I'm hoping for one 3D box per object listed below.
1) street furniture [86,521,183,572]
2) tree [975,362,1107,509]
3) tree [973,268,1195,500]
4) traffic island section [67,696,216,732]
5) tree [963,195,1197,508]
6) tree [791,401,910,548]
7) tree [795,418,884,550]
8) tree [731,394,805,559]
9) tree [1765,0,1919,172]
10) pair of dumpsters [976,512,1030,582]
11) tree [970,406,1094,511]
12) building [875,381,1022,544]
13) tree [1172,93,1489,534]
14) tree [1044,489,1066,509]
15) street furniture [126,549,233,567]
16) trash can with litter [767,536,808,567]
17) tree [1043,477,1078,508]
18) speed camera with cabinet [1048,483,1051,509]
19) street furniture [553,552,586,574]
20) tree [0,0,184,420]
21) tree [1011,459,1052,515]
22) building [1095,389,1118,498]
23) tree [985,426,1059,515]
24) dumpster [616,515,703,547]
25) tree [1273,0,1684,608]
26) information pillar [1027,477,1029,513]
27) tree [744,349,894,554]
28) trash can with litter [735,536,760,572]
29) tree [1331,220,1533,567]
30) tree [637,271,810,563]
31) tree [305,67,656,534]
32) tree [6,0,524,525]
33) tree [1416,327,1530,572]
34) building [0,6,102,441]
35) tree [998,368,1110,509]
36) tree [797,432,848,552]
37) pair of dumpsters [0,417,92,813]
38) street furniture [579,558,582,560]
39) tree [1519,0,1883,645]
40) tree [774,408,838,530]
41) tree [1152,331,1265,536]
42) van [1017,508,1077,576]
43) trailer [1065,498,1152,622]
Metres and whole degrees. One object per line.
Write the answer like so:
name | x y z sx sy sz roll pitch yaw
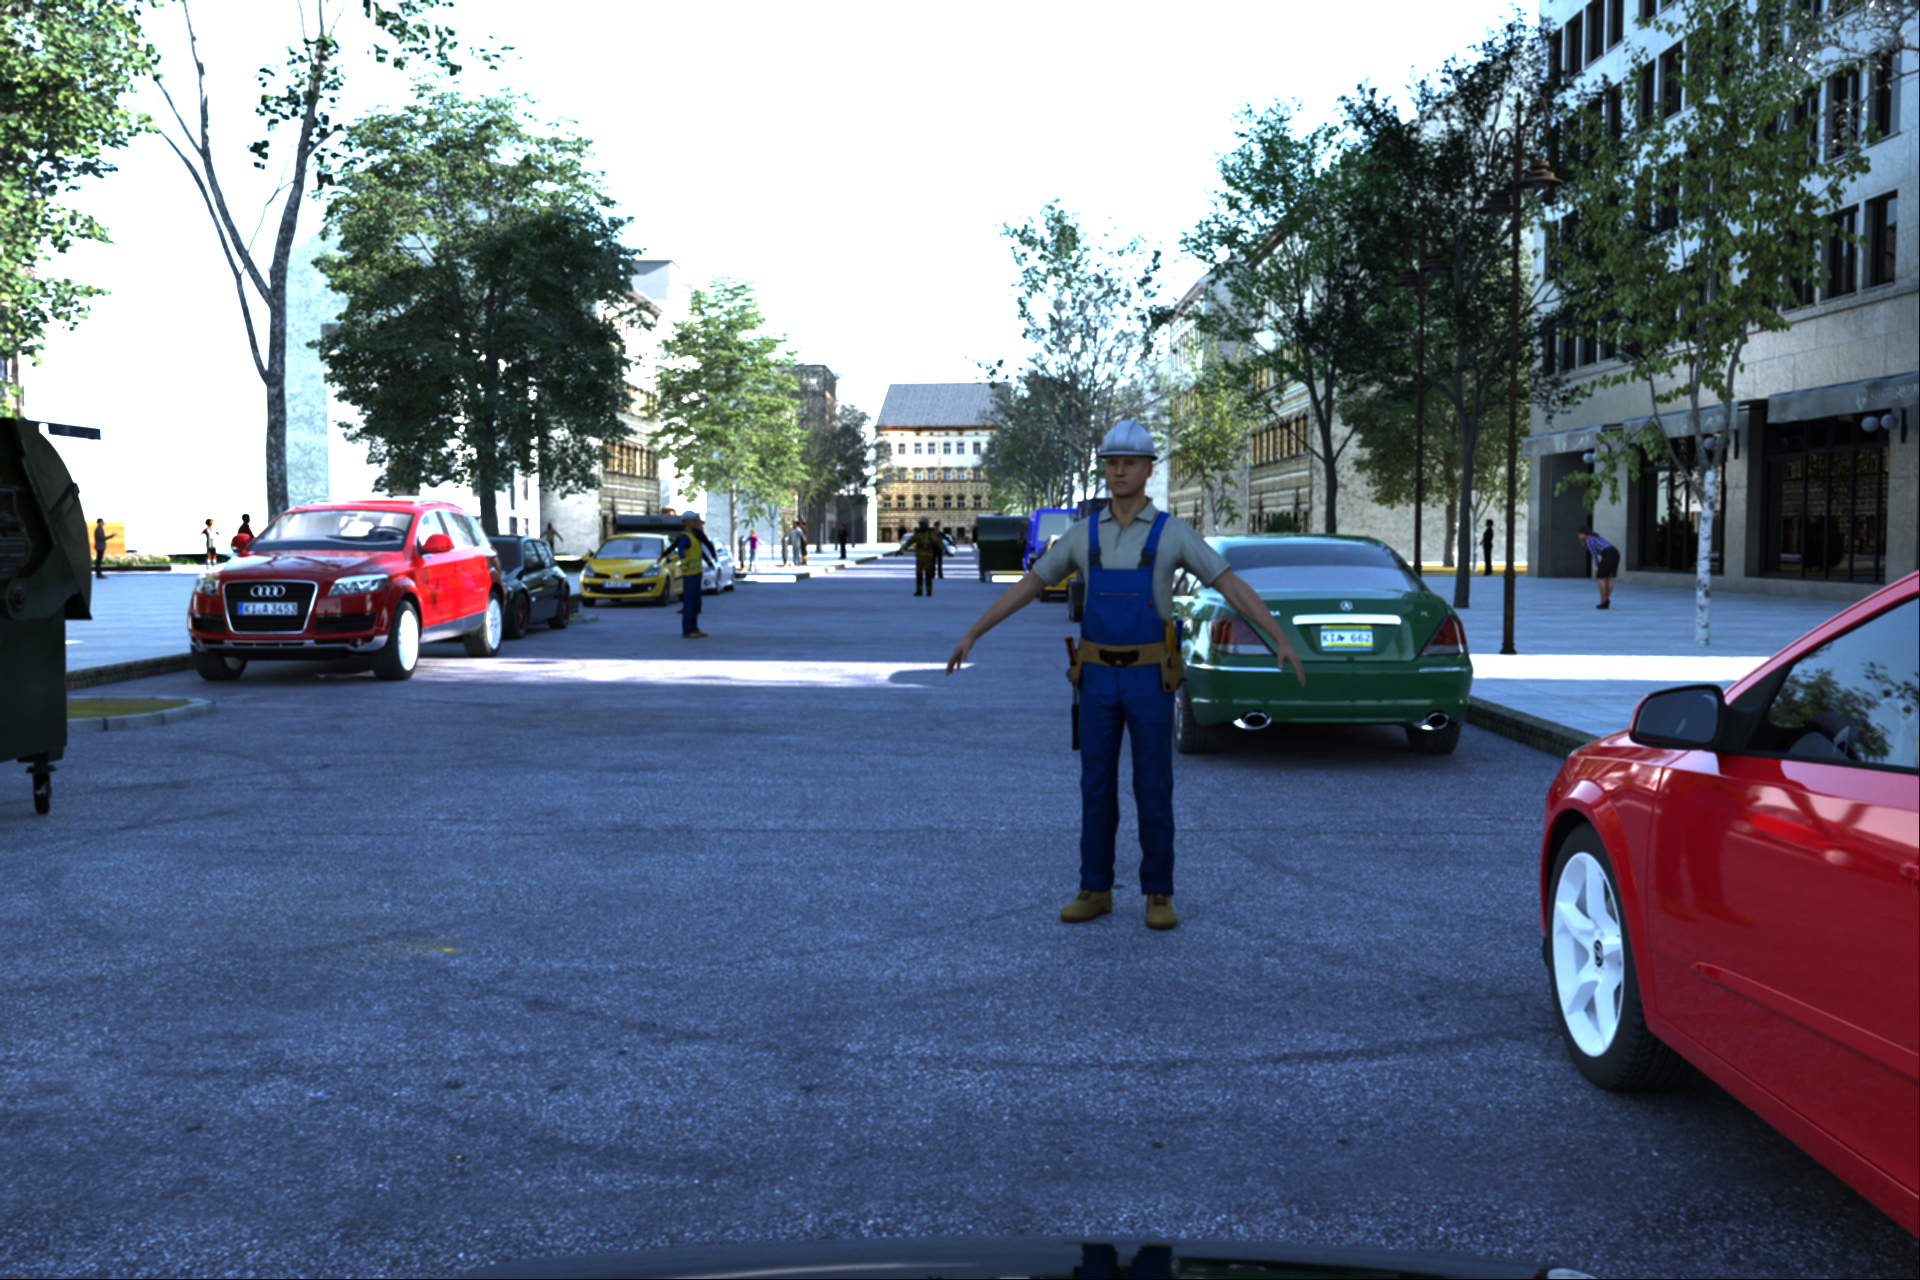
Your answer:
street furniture | -30.593 -3.274 60.386 11.010 1.723 9.812 -2 4 -28
tree | 6.319 -12.883 121.010 12.009 13.543 11.850 0 3 0
tree | 5.881 -10.346 79.527 12.009 13.543 11.850 0 3 0
traffic island section | -6.963 0.578 13.415 1.991 0.108 1.994 0 4 0
tree | 6.582 -14.637 95.202 12.611 20.169 13.585 0 3 0
tree | -9.645 -15.086 157.030 12.009 13.543 11.850 0 3 0
tree | -9.533 -12.429 137.631 7.601 10.594 8.767 -1 4 -11
tree | -9.623 -8.390 87.535 4.737 8.622 4.395 0 3 0
tree | 8.796 -6.181 11.430 12.009 13.543 11.850 0 3 0
pair of dumpsters | 2.691 -2.863 51.758 4.436 2.255 1.574 0 3 0
tree | 6.049 -13.946 138.394 12.009 13.543 11.850 0 3 0
building | -1.281 -25.393 248.561 18.063 23.208 19.493 1 4 10
tree | 8.792 -7.063 41.228 9.928 11.665 9.643 0 3 0
tree | 13.476 -17.915 243.273 4.360 8.622 3.978 0 3 0
street furniture | -33.348 -3.422 71.570 5.734 0.657 10.072 -1 4 -8
trash can with litter | -6.737 -3.491 68.141 1.678 1.210 2.233 0 4 1
tree | 14.179 -19.298 249.941 7.601 10.594 8.767 0 4 1
speed camera with cabinet | 3.673 -4.444 66.994 0.660 3.252 2.038 0 3 0
street furniture | -16.922 -2.510 56.665 10.072 0.657 5.734 -1 4 -17
tree | -13.025 -6.770 17.344 9.857 13.997 8.962 0 3 0
tree | 6.324 -12.117 148.473 4.360 8.622 3.978 0 3 0
building | 22.542 -22.379 222.323 16.016 20.090 11.380 0 4 0
tree | 5.648 -14.536 155.791 7.486 12.596 7.792 0 3 0
dumpster | -6.704 -1.863 38.682 1.865 1.857 1.264 0 3 0
tree | 9.044 -5.837 29.854 7.601 10.594 8.767 -1 4 -17
information pillar | 2.822 -4.924 71.854 0.183 3.616 0.504 0 4 1
tree | -9.439 -12.470 114.249 12.009 13.543 11.850 0 3 0
trash can with litter | -7.436 -3.012 60.308 1.678 1.210 2.233 0 4 -1
tree | 19.037 -9.809 67.032 9.857 13.997 8.962 0 3 0
tree | -10.315 -9.618 75.388 7.486 12.596 7.792 0 3 0
tree | -13.012 -8.596 47.203 9.857 13.997 8.962 0 3 0
tree | -13.524 -10.776 32.070 12.611 20.169 13.585 0 3 0
tree | 17.282 -6.574 57.853 4.360 8.622 3.978 0 3 0
building | -31.976 -18.180 43.360 12.429 33.558 17.177 0 4 0
tree | 6.061 -11.195 108.789 9.928 11.665 9.643 0 3 0
tree | -9.839 -10.537 122.640 4.737 8.622 4.395 0 3 0
pair of dumpsters | -6.704 -0.203 8.274 4.436 2.255 1.574 0 4 0
street furniture | -14.201 -3.117 66.591 5.734 0.657 10.072 -1 4 -12
tree | 8.614 -4.260 20.019 4.737 8.622 4.395 0 3 0
tree | -9.215 -9.245 101.523 4.360 8.622 3.978 0 3 0
tree | 8.976 -6.802 61.568 4.737 8.622 4.395 0 3 0
van | 2.606 -2.392 43.493 2.240 2.365 5.245 0 4 -1
trailer | 2.516 -1.361 29.298 1.471 1.999 3.904 0 4 -1
